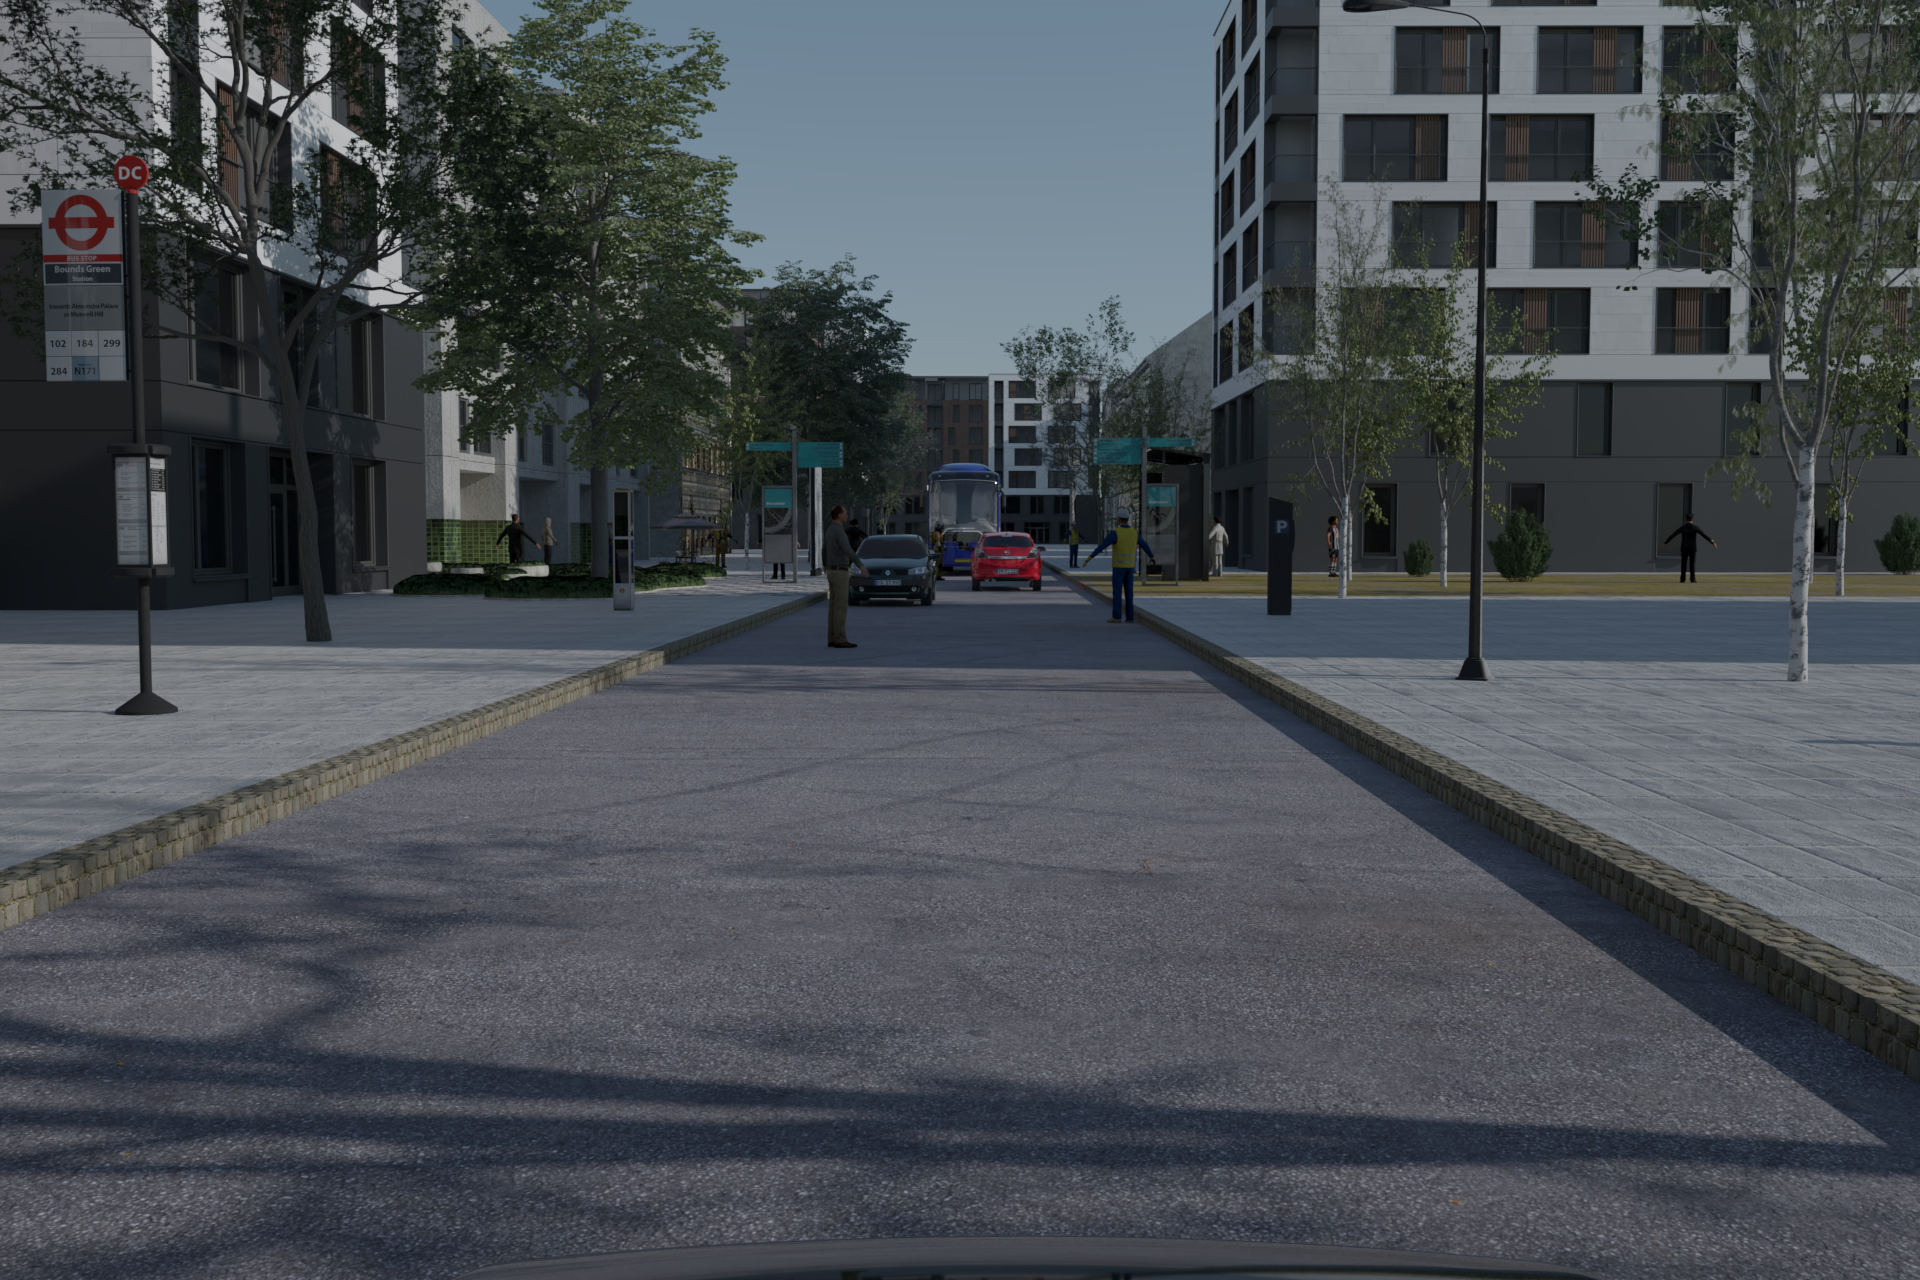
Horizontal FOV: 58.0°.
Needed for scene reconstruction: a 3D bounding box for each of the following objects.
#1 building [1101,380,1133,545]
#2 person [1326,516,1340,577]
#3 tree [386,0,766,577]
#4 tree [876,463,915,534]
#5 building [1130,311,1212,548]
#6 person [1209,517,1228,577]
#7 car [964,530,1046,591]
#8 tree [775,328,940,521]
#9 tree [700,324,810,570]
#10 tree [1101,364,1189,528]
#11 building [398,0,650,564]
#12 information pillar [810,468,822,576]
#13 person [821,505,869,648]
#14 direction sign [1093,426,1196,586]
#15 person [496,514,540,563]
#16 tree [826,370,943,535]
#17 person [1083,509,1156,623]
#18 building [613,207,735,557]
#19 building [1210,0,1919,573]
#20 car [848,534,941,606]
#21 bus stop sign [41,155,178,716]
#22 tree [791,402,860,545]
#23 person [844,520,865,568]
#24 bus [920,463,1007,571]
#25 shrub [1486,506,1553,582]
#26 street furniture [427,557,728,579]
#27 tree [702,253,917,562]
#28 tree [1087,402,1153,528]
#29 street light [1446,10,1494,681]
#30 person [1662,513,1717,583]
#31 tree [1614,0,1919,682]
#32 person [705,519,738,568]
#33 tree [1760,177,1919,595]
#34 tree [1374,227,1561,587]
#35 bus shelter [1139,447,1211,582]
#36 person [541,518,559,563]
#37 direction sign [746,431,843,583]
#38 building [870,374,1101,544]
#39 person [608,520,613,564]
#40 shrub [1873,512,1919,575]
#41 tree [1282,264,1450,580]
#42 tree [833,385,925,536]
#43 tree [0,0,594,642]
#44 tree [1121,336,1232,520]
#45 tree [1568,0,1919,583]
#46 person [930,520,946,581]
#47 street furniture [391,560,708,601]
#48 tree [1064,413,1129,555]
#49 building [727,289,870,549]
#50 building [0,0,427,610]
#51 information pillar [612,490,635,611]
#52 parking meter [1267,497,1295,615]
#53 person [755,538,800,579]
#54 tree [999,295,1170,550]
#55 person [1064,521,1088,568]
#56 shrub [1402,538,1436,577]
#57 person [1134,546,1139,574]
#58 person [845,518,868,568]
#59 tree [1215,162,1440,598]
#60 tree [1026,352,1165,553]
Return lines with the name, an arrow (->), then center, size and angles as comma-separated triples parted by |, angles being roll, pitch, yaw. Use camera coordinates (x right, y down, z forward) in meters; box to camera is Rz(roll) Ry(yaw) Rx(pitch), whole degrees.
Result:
building -> 26.238, -20.788, 206.336 | 16.747, 18.905, 31.486 | 0, 4, 1
person -> 11.159, -2.781, 51.621 | 0.704, 1.843, 1.345 | 2, 4, 33
tree -> -7.585, -7.162, 35.219 | 7.486, 12.596, 7.792 | 0, 3, 0
tree -> -6.396, -11.743, 142.365 | 4.360, 8.622, 3.978 | 0, 3, 0
building -> 25.708, -19.976, 157.528 | 19.493, 23.208, 18.063 | 0, 4, 1
person -> 7.743, -2.823, 52.350 | 0.705, 1.806, 1.347 | 3, 5, 44
car -> 1.189, -2.215, 45.249 | 2.155, 1.783, 4.494 | 0, 4, 0
tree -> -6.385, -11.732, 102.189 | 12.009, 13.543, 11.850 | 0, 3, 0
tree -> -7.535, -6.814, 61.765 | 4.737, 8.622, 4.395 | 0, 3, 0
tree -> 8.012, -7.656, 75.534 | 4.737, 8.622, 4.395 | 0, 3, 0
building -> -24.059, -12.413, 69.417 | 16.747, 18.905, 31.486 | 0, 4, 1
information pillar -> -4.422, -3.781, 53.138 | 0.184, 3.620, 1.656 | 0, 4, 2
person -> -1.511, -0.805, 21.888 | 0.705, 1.796, 1.348 | -2, 4, -26
direction sign -> 4.549, -3.278, 42.365 | 2.525, 3.948, 1.411 | 0, 4, 1
person -> -11.379, -2.335, 44.406 | 1.346, 1.802, 0.704 | 1, 4, 21
tree -> -6.284, -13.307, 127.935 | 12.009, 13.543, 11.850 | 0, 3, 0
person -> 2.624, -1.199, 28.027 | 1.349, 1.833, 0.705 | -2, 4, -25
building -> -24.400, -16.691, 103.822 | 19.493, 23.208, 18.063 | 0, 4, 1
building -> 24.312, -14.031, 73.389 | 27.936, 21.610, 32.646 | 0, 4, 1
car -> -1.385, -1.601, 35.956 | 2.009, 1.686, 4.222 | 0, 4, 1
bus stop sign -> -6.060, -1.445, 12.325 | 0.855, 3.939, 0.416 | 0, 4, 2
tree -> -6.949, -8.534, 89.897 | 4.737, 8.622, 4.395 | 0, 3, 0
person -> -4.118, -3.669, 66.119 | 1.346, 1.812, 0.704 | 1, 4, 17
bus -> 0.221, -4.413, 63.701 | 2.896, 3.916, 12.251 | 0, 4, 1
shrub -> 15.054, -2.576, 46.542 | 1.690, 2.028, 1.600 | 0, 3, 0
street furniture -> -11.816, -2.068, 49.441 | 10.072, 0.657, 5.734 | 0, 4, -1
tree -> -6.710, -10.501, 78.352 | 9.857, 13.997, 8.962 | 0, 3, 0
tree -> 8.841, -8.989, 97.329 | 4.360, 8.622, 3.978 | 0, 3, 0
street light -> 5.081, -2.602, 15.089 | 1.470, 5.913, 1.316 | 0, 4, 1
person -> 19.174, -2.424, 45.564 | 1.347, 1.837, 0.705 | 2, 4, 27
tree -> 7.084, -3.941, 14.798 | 4.360, 8.622, 3.978 | 0, 3, 0
person -> -9.089, -3.670, 65.767 | 1.354, 1.858, 0.705 | 1, 4, 14
tree -> 18.658, -5.238, 36.008 | 4.737, 8.622, 4.395 | 0, 3, 0
tree -> 11.898, -5.590, 41.758 | 4.737, 8.622, 4.395 | 0, 3, 0
bus shelter -> 5.953, -3.573, 49.707 | 1.731, 3.624, 6.357 | 0, 4, 0
person -> -13.448, -3.090, 56.642 | 0.705, 1.813, 1.348 | -2, 4, -31
direction sign -> -4.267, -3.467, 45.452 | 2.525, 3.948, 1.411 | 0, 4, 1
building -> 1.278, -23.626, 232.719 | 32.646, 21.610, 27.936 | 0, 4, -1
person -> -13.662, -3.804, 68.054 | 0.705, 1.847, 1.347 | -1, 4, -21
shrub -> 29.849, -3.077, 54.734 | 1.690, 2.028, 1.600 | 0, 3, 0
tree -> 11.036, -5.963, 47.856 | 4.737, 8.622, 4.395 | 0, 3, 0
tree -> -5.736, -11.439, 112.784 | 9.928, 11.665, 9.643 | 0, 3, 0
tree -> -7.960, -5.275, 20.656 | 7.601, 10.594, 8.767 | 2, 4, 34
tree -> 7.854, -6.969, 64.310 | 4.360, 8.622, 3.978 | 0, 3, 0
tree -> 22.919, -11.623, 45.922 | 12.611, 20.169, 13.585 | 0, 3, 0
person -> -0.615, -2.763, 53.394 | 0.705, 1.858, 1.354 | 0, 4, 6
street furniture -> -8.855, -1.396, 38.458 | 5.734, 0.657, 10.072 | 0, 4, 6
tree -> 8.992, -9.411, 104.232 | 4.360, 8.622, 3.978 | 0, 3, 0
building -> -23.197, -19.375, 160.759 | 27.936, 21.610, 32.646 | 0, 4, 0
building -> -27.228, -11.150, 26.271 | 27.936, 21.610, 32.646 | 0, 4, 0
information pillar -> -5.641, -1.501, 29.028 | 0.304, 2.012, 0.304 | 0, 4, 1
parking meter -> 5.080, -1.327, 27.405 | 0.399, 1.863, 0.255 | 0, 4, 1
person -> -5.131, -2.615, 48.940 | 1.347, 1.806, 0.705 | 1, 4, 15
tree -> 9.825, -17.227, 137.554 | 12.611, 20.169, 13.585 | 0, 3, 0
person -> 4.364, -3.613, 65.542 | 1.216, 1.772, 0.721 | -3, 4, -39
shrub -> 13.703, -2.481, 51.681 | 1.383, 1.207, 1.383 | 0, 3, 0
person -> 5.654, -2.856, 55.969 | 0.599, 1.433, 0.991 | -2, 4, -30
person -> -3.102, -2.725, 51.280 | 1.216, 1.740, 0.721 | 0, 4, 1
tree -> 7.745, -5.130, 34.237 | 4.360, 8.622, 3.978 | 0, 3, 0
tree -> 9.454, -12.667, 117.470 | 12.009, 13.543, 11.850 | 0, 3, 0
